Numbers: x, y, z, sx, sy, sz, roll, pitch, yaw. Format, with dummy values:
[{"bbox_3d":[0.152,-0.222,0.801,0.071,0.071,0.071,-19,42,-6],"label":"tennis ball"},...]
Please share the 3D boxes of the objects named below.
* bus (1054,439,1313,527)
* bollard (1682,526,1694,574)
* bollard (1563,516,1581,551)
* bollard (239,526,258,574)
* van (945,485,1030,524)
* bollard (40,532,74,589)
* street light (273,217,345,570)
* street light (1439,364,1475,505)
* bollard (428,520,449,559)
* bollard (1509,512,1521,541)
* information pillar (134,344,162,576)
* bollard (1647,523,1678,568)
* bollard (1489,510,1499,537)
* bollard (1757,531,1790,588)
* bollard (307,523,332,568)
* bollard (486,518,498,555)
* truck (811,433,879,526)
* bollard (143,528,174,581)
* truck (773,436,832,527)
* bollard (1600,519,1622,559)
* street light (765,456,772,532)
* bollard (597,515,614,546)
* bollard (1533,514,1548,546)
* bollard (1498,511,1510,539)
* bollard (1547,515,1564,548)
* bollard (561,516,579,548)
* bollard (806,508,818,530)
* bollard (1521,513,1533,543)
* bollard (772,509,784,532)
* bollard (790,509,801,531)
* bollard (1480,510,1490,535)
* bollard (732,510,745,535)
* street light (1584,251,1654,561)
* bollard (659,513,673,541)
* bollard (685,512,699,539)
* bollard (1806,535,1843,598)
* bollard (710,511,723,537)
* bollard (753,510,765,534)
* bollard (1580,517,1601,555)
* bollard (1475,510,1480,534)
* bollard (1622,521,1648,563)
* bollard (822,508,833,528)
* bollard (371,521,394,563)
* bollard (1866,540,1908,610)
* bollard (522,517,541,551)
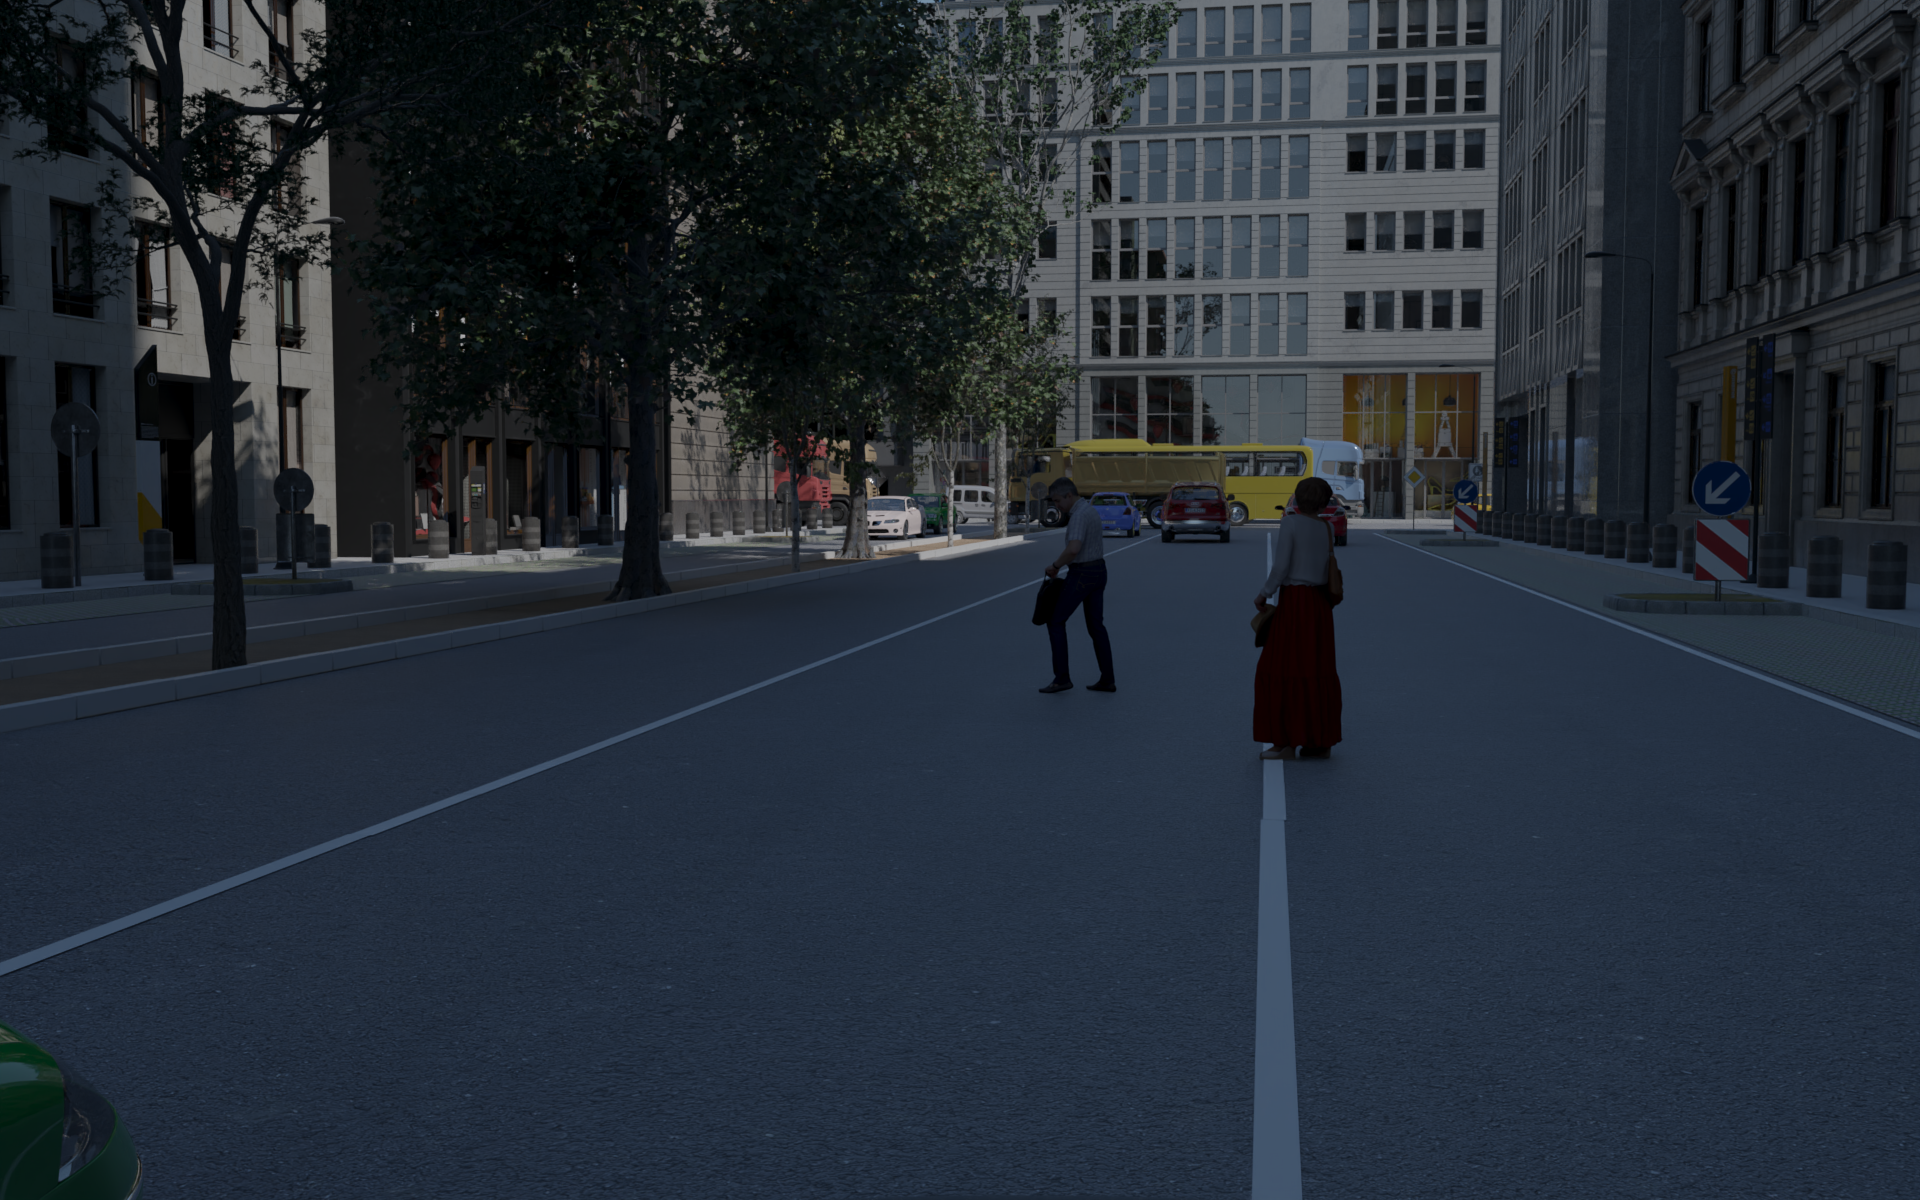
[{"bbox_3d":[9.544,-5.270,77.704,12.252,3.916,2.896,1,4,8],"label":"bus"},{"bbox_3d":[11.920,-0.816,28.056,0.404,0.777,0.398,0,3,0],"label":"bollard"},{"bbox_3d":[13.847,-1.479,38.906,0.404,0.777,0.398,0,3,0],"label":"bollard"},{"bbox_3d":[-11.553,-0.810,27.966,0.404,0.777,0.398,0,3,0],"label":"bollard"},{"bbox_3d":[1.303,-4.637,82.832,4.112,2.044,2.013,1,4,11],"label":"van"},{"bbox_3d":[-12.324,-0.545,23.632,0.404,0.777,0.398,0,3,0],"label":"bollard"},{"bbox_3d":[-11.003,-3.471,29.287,1.470,5.913,1.316,1,4,10],"label":"street light"},{"bbox_3d":[17.786,-5.466,61.909,1.470,5.913,1.316,1,4,10],"label":"street light"},{"bbox_3d":[-10.390,-1.210,34.496,0.404,0.777,0.398,0,3,0],"label":"bollard"},{"bbox_3d":[15.391,-2.010,47.583,0.404,0.777,0.398,0,3,0],"label":"bollard"},{"bbox_3d":[-12.641,-2.180,26.992,0.183,3.616,0.504,1,4,10],"label":"information pillar"},{"bbox_3d":[12.301,-0.948,30.223,0.404,0.777,0.398,0,3,0],"label":"bollard"},{"bbox_3d":[16.164,-2.275,51.920,0.404,0.777,0.398,0,3,0],"label":"bollard"},{"bbox_3d":[11.142,-0.551,23.719,0.404,0.777,0.398,0,3,0],"label":"bollard"},{"bbox_3d":[-11.163,-0.944,30.152,0.404,0.777,0.398,0,3,0],"label":"bollard"},{"bbox_3d":[-10.004,-1.343,36.668,0.404,0.777,0.398,0,3,0],"label":"bollard"},{"bbox_3d":[-8.728,-5.513,79.047,11.283,4.237,2.839,1,4,8],"label":"truck"},{"bbox_3d":[-11.942,-0.678,25.800,0.404,0.777,0.398,0,3,0],"label":"bollard"},{"bbox_3d":[-10.241,-4.968,70.141,11.283,4.237,2.839,1,4,10],"label":"truck"},{"bbox_3d":[13.077,-1.214,34.574,0.404,0.777,0.398,0,3,0],"label":"bollard"},{"bbox_3d":[-5.968,-5.227,57.996,1.470,5.913,1.316,1,4,10],"label":"street light"},{"bbox_3d":[-8.842,-1.742,43.205,0.404,0.777,0.398,0,3,0],"label":"bollard"},{"bbox_3d":[14.617,-1.744,43.239,0.404,0.777,0.398,0,3,0],"label":"bollard"},{"bbox_3d":[15.780,-2.143,49.754,0.404,0.777,0.398,0,3,0],"label":"bollard"},{"bbox_3d":[14.232,-1.612,41.072,0.404,0.777,0.398,0,3,0],"label":"bollard"},{"bbox_3d":[-9.233,-1.609,41.022,0.404,0.777,0.398,0,3,0],"label":"bollard"},{"bbox_3d":[-5.360,-2.937,62.739,0.404,0.777,0.398,0,3,0],"label":"bollard"},{"bbox_3d":[15.006,-1.877,45.404,0.404,0.777,0.398,0,3,0],"label":"bollard"},{"bbox_3d":[-6.134,-2.672,58.398,0.404,0.777,0.398,0,3,0],"label":"bollard"},{"bbox_3d":[-5.747,-2.804,60.569,0.404,0.777,0.398,0,3,0],"label":"bollard"},{"bbox_3d":[16.549,-2.408,54.087,0.404,0.777,0.398,0,3,0],"label":"bollard"},{"bbox_3d":[-6.904,-2.406,54.054,0.404,0.777,0.398,0,3,0],"label":"bollard"},{"bbox_3d":[12.645,-3.711,33.219,1.470,5.913,1.316,1,4,10],"label":"street light"},{"bbox_3d":[-8.069,-2.008,47.546,0.404,0.777,0.398,0,3,0],"label":"bollard"},{"bbox_3d":[-7.683,-2.141,49.724,0.404,0.777,0.398,0,3,0],"label":"bollard"},{"bbox_3d":[10.757,-0.418,21.548,0.404,0.777,0.398,0,3,0],"label":"bollard"},{"bbox_3d":[-7.294,-2.274,51.889,0.404,0.777,0.398,0,3,0],"label":"bollard"},{"bbox_3d":[-6.521,-2.539,56.222,0.404,0.777,0.398,0,3,0],"label":"bollard"},{"bbox_3d":[13.462,-1.347,36.740,0.404,0.777,0.398,0,3,0],"label":"bollard"},{"bbox_3d":[16.939,-2.541,56.270,0.404,0.777,0.398,0,3,0],"label":"bollard"},{"bbox_3d":[12.684,-1.081,32.390,0.404,0.777,0.398,0,3,0],"label":"bollard"},{"bbox_3d":[-4.978,-3.070,64.905,0.404,0.777,0.398,0,3,0],"label":"bollard"},{"bbox_3d":[-10.779,-1.077,32.318,0.404,0.777,0.398,0,3,0],"label":"bollard"},{"bbox_3d":[10.369,-0.285,19.378,0.404,0.777,0.398,0,3,0],"label":"bollard"},{"bbox_3d":[-9.620,-1.476,38.850,0.404,0.777,0.398,0,3,0],"label":"bollard"}]
